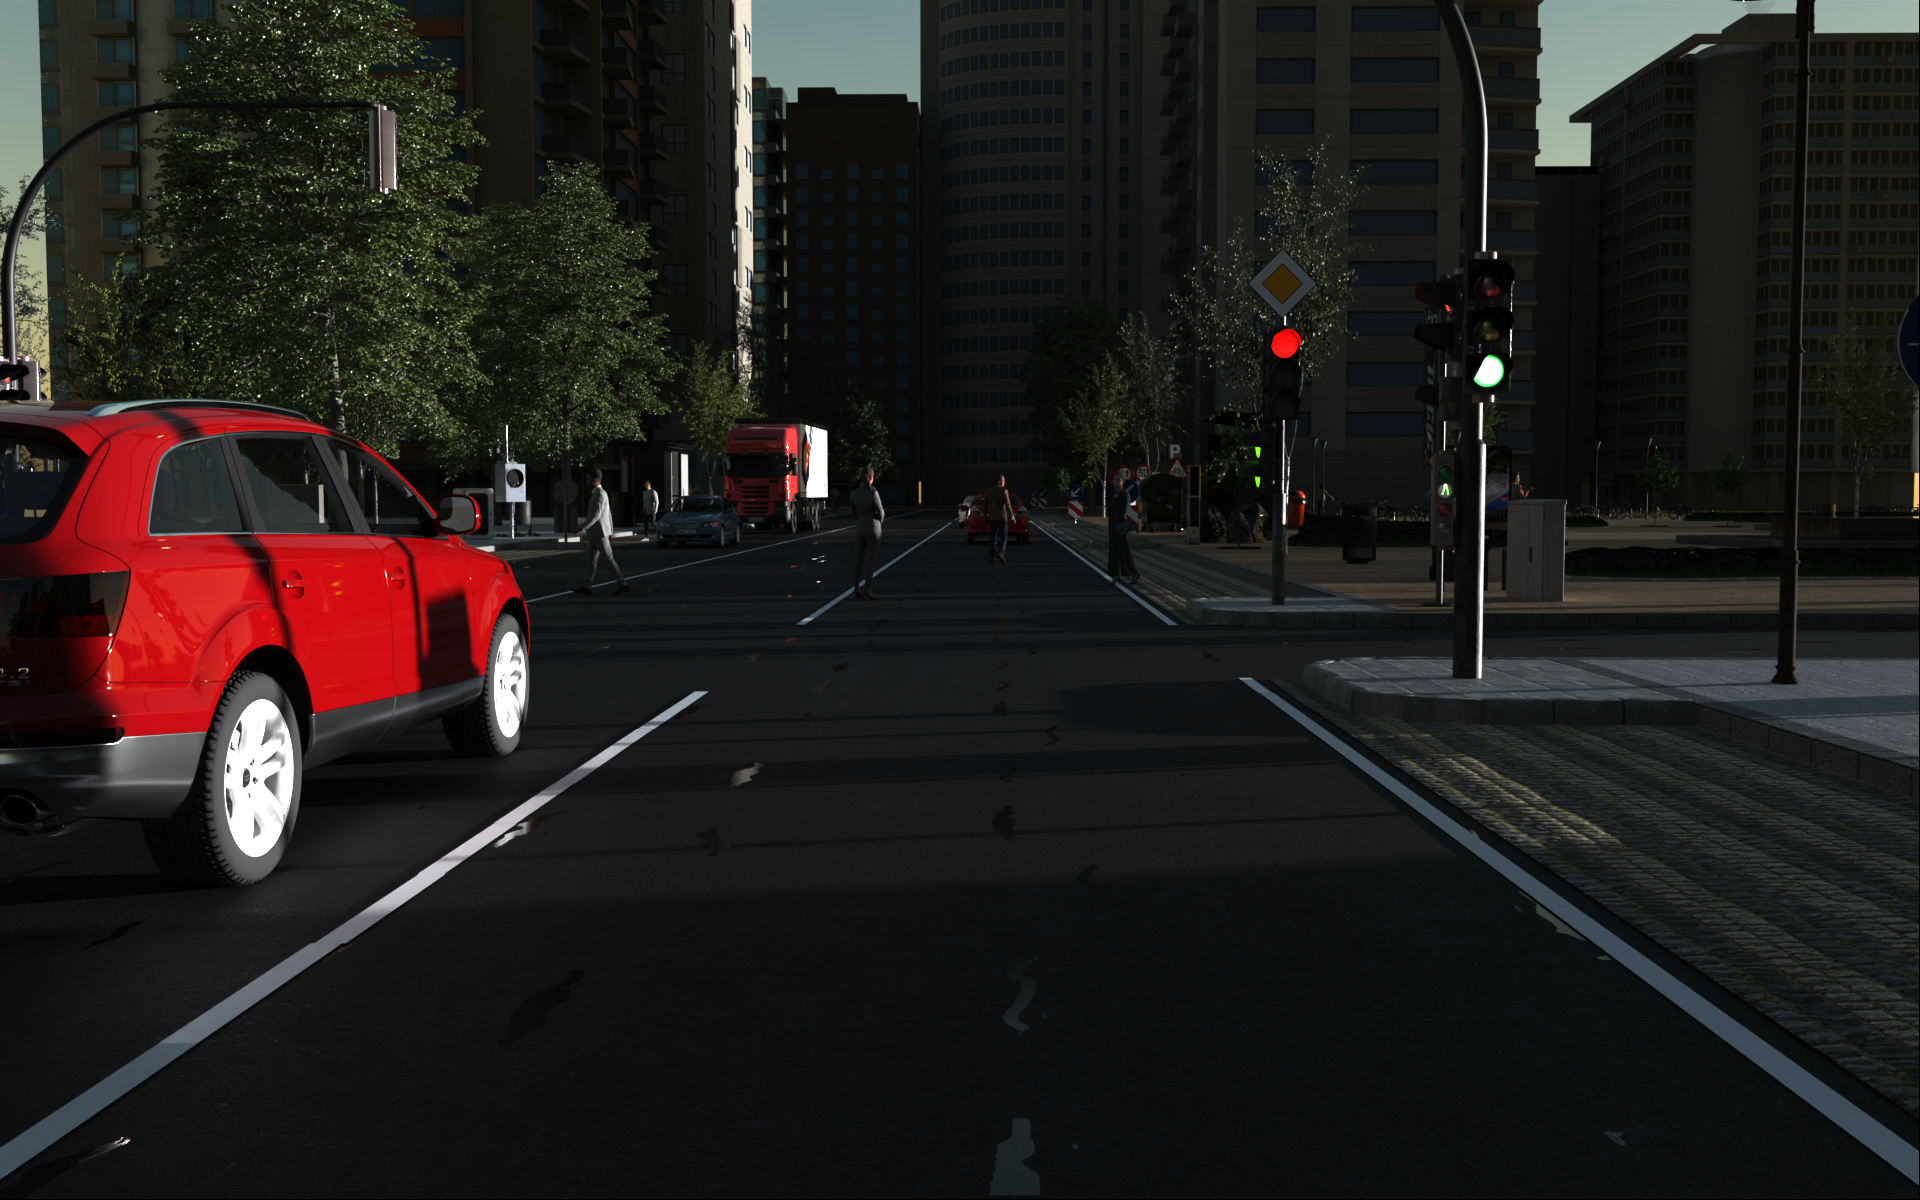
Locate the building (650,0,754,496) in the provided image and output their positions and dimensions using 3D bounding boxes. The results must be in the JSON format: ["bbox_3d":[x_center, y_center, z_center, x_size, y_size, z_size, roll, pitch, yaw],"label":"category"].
[{"bbox_3d":[-32.543,-34.211,148.582,27.495,52.752,28.713,0,4,1],"label":"building"}]

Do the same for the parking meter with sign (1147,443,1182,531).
[{"bbox_3d":[7.060,-3.931,60.541,0.543,3.016,1.738,-2,4,-24],"label":"parking meter with sign"}]

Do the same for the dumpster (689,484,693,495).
[{"bbox_3d":[-12.593,-4.492,75.936,1.502,2.255,1.985,0,4,1],"label":"dumpster"}]

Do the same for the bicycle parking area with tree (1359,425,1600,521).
[{"bbox_3d":[22.099,-5.369,74.785,9.016,4.147,8.231,1,4,12],"label":"bicycle parking area with tree"}]

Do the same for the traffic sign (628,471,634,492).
[{"bbox_3d":[-14.389,-4.519,76.016,0.606,2.300,0.079,0,4,6],"label":"traffic sign"}]

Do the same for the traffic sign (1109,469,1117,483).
[{"bbox_3d":[7.833,-5.308,86.885,0.768,2.556,0.104,0,4,6],"label":"traffic sign"}]

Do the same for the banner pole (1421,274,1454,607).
[{"bbox_3d":[5.484,-1.834,20.006,0.401,3.779,0.863,0,4,-4],"label":"banner pole"}]

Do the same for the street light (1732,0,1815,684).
[{"bbox_3d":[5.605,-2.372,11.578,0.468,5.910,1.993,0,4,1],"label":"street light"}]

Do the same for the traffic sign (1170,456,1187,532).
[{"bbox_3d":[7.416,-3.619,59.174,0.884,2.594,0.081,0,4,5],"label":"traffic sign"}]

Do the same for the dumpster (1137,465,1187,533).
[{"bbox_3d":[6.749,-3.396,58.013,1.502,2.255,1.985,0,4,1],"label":"dumpster"}]

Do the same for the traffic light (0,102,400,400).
[{"bbox_3d":[-8.988,-2.789,20.272,4.771,5.953,1.251,0,4,1],"label":"traffic light"}]

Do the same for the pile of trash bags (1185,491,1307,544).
[{"bbox_3d":[7.559,-2.187,45.510,3.447,1.369,1.912,3,5,41],"label":"pile of trash bags"}]

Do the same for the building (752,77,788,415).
[{"bbox_3d":[-33.746,-35.430,198.883,30.456,49.044,23.786,0,4,1],"label":"building"}]

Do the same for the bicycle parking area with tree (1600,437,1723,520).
[{"bbox_3d":[34.203,-6.303,90.059,9.016,4.147,8.231,0,4,6],"label":"bicycle parking area with tree"}]

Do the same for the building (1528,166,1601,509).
[{"bbox_3d":[47.812,-23.459,155.254,14.107,30.474,14.160,0,4,1],"label":"building"}]

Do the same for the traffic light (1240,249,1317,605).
[{"bbox_3d":[3.677,-1.901,20.009,0.839,4.253,0.868,0,4,1],"label":"traffic light"}]

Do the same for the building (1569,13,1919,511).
[{"bbox_3d":[66.769,-27.776,146.020,23.993,40.220,32.217,0,4,1],"label":"building"}]

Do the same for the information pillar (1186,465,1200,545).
[{"bbox_3d":[5.922,-2.413,43.952,0.304,2.012,0.304,0,4,-2],"label":"information pillar"}]

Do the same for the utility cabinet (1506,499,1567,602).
[{"bbox_3d":[6.994,-0.607,21.082,0.306,1.237,1.020,0,4,-6],"label":"utility cabinet"}]

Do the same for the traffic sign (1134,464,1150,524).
[{"bbox_3d":[7.713,-4.460,73.028,0.768,2.556,0.104,0,4,3],"label":"traffic sign"}]

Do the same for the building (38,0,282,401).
[{"bbox_3d":[-61.960,-32.543,151.681,30.456,49.044,23.786,0,4,1],"label":"building"}]

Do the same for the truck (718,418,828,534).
[{"bbox_3d":[-6.961,-4.716,66.026,2.839,4.237,11.283,0,4,3],"label":"truck"}]

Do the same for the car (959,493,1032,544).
[{"bbox_3d":[1.063,-2.563,50.947,2.155,1.783,4.494,0,4,-1],"label":"car"}]

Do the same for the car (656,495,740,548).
[{"bbox_3d":[-7.143,-2.177,47.599,2.014,1.417,4.499,0,4,1],"label":"car"}]

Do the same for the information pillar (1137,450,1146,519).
[{"bbox_3d":[9.437,-6.054,90.341,0.504,3.616,0.183,1,4,11],"label":"information pillar"}]

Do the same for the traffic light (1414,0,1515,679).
[{"bbox_3d":[1.430,-2.279,11.924,4.771,5.953,1.251,0,4,1],"label":"traffic light"}]

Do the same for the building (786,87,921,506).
[{"bbox_3d":[-11.507,-33.276,194.178,14.200,45.320,14.600,0,4,1],"label":"building"}]

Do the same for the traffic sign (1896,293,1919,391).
[{"bbox_3d":[5.829,-0.611,10.091,0.768,2.556,0.104,1,4,11],"label":"traffic sign"}]

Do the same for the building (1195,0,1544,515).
[{"bbox_3d":[26.683,-35.164,116.928,21.231,58.520,28.212,0,4,1],"label":"building"}]

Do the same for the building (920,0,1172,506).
[{"bbox_3d":[9.738,-39.975,195.584,28.212,58.520,21.231,0,4,1],"label":"building"}]

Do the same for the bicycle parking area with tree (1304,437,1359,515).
[{"bbox_3d":[18.709,-6.282,89.718,9.016,4.147,8.231,2,4,30],"label":"bicycle parking area with tree"}]

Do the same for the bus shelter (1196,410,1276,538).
[{"bbox_3d":[8.219,-3.680,51.454,1.731,3.624,6.357,0,4,1],"label":"bus shelter"}]

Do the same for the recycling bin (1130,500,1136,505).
[{"bbox_3d":[8.180,-4.464,85.533,0.722,1.027,0.722,-3,5,-43],"label":"recycling bin"}]

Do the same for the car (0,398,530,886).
[{"bbox_3d":[-3.522,0.047,7.899,2.281,1.827,5.304,0,4,2],"label":"car"}]

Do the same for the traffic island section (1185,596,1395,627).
[{"bbox_3d":[3.717,0.132,20.122,2.009,0.180,2.903,0,4,1],"label":"traffic island section"}]

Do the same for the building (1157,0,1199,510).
[{"bbox_3d":[28.671,-32.233,146.626,23.786,49.044,30.456,0,4,1],"label":"building"}]

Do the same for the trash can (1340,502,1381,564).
[{"bbox_3d":[7.370,-1.241,31.937,0.748,1.137,0.748,0,3,0],"label":"trash can"}]

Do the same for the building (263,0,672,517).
[{"bbox_3d":[-30.772,-27.833,109.700,22.147,44.769,28.867,0,4,1],"label":"building"}]

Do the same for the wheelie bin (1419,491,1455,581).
[{"bbox_3d":[7.317,-1.089,25.716,0.980,1.594,0.693,2,4,24],"label":"wheelie bin"}]

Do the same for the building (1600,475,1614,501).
[{"bbox_3d":[70.277,-25.710,192.060,14.107,30.474,14.160,0,4,1],"label":"building"}]

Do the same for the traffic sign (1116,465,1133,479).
[{"bbox_3d":[7.305,-4.695,76.874,0.768,2.556,0.104,0,4,7],"label":"traffic sign"}]

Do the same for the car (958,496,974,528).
[{"bbox_3d":[0.935,-3.768,73.967,2.083,1.381,4.827,0,4,3],"label":"car"}]

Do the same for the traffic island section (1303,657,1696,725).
[{"bbox_3d":[3.563,0.620,12.138,2.009,0.180,2.903,0,4,1],"label":"traffic island section"}]

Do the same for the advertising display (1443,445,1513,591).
[{"bbox_3d":[6.818,-1.085,22.955,0.974,1.923,0.123,0,4,-5],"label":"advertising display"}]

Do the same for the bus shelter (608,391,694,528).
[{"bbox_3d":[-12.642,-5.675,70.413,2.179,5.291,8.768,0,4,1],"label":"bus shelter"}]

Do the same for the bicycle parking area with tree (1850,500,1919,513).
[{"bbox_3d":[51.541,-6.261,89.375,9.016,4.147,8.231,1,4,15],"label":"bicycle parking area with tree"}]
